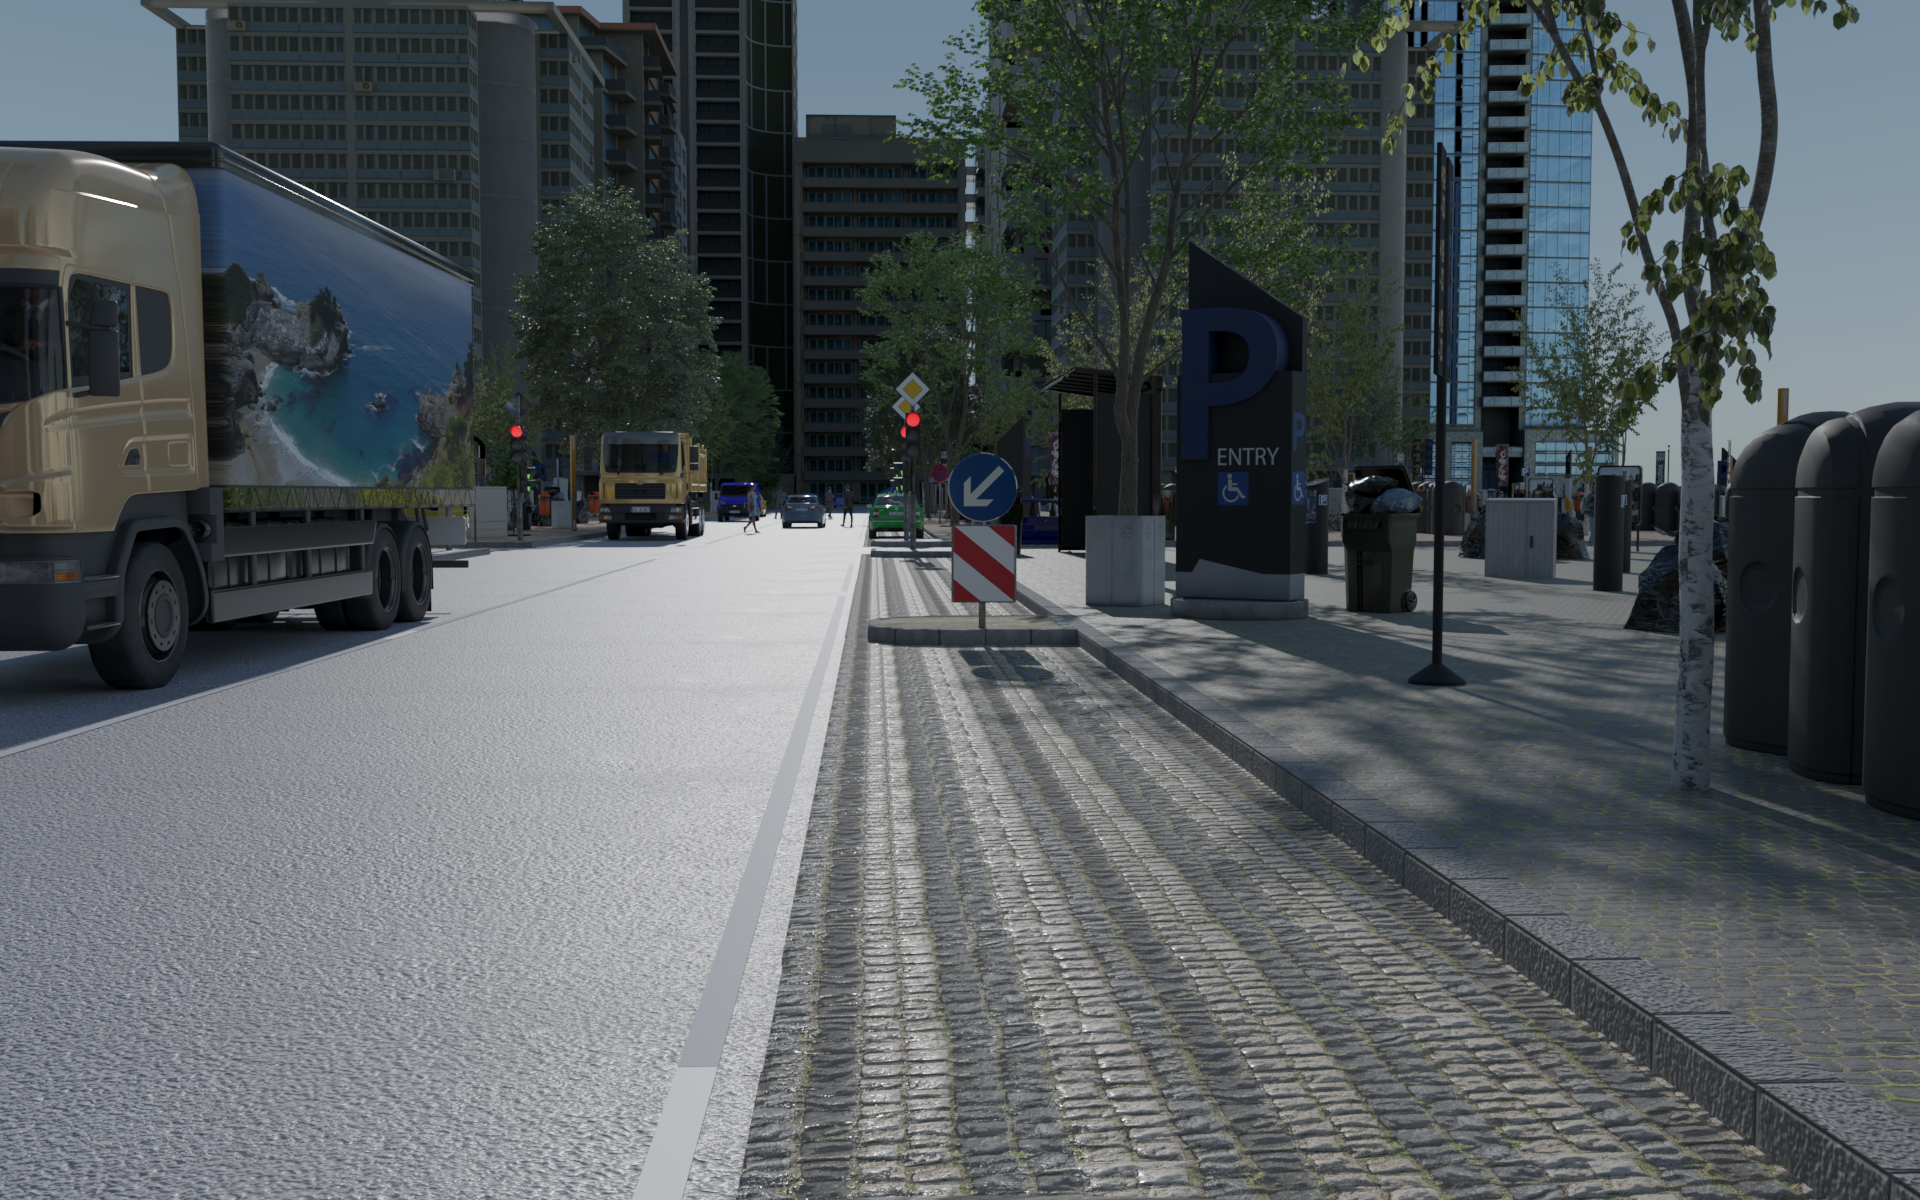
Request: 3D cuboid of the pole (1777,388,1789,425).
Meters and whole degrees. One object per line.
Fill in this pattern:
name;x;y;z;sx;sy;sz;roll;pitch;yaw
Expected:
pole;15.838;-2.420;33.408;0.158;3.312;0.155;0;3;0

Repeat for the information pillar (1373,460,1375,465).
information pillar;28.580;-7.852;119.731;0.183;3.616;0.504;0;4;-1

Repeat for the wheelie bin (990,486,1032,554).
wheelie bin;0.997;-1.795;37.251;0.693;1.594;0.980;-1;4;-18

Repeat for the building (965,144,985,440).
building;15.627;-37.156;227.104;30.456;49.044;23.786;0;4;-3

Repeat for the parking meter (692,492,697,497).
parking meter;-16.275;-5.970;106.025;0.372;1.533;0.369;0;3;0

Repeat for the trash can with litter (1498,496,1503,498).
trash can with litter;26.112;-4.403;83.044;2.233;1.210;1.678;2;4;33

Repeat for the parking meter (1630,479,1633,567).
parking meter;10.798;-1.220;28.363;0.372;1.533;0.369;0;3;0

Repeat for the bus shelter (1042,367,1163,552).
bus shelter;2.815;-2.679;35.093;1.731;3.624;6.357;0;4;-3

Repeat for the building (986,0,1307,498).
building;16.910;-35.084;162.866;28.713;52.752;27.495;0;4;-3

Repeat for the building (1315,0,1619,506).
building;51.785;-53.136;181.443;31.000;86.520;22.319;0;4;-3

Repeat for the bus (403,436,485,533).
bus;-18.423;-3.178;43.513;12.252;3.916;2.896;0;4;-4

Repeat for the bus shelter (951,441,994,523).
bus shelter;0.577;-5.389;79.385;1.731;3.624;6.357;0;4;-3

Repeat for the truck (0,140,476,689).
truck;-7.138;-1.661;16.073;2.839;4.237;11.283;0;4;-1

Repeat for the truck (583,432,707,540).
truck;-9.907;-3.691;56.279;3.469;3.379;9.791;0;4;-3

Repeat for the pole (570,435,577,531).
pole;-13.368;-4.038;59.870;0.158;3.312;0.155;0;3;0

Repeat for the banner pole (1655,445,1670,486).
banner pole;35.959;-6.026;88.544;0.863;3.779;0.401;0;4;8

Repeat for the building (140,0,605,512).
building;-41.294;-26.969;132.816;32.217;40.220;23.993;0;4;-3

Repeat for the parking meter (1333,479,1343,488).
parking meter;15.126;-3.891;69.328;0.255;1.863;0.399;-2;4;-34

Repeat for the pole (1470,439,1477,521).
pole;19.213;-4.338;64.768;0.158;3.312;0.155;0;3;0

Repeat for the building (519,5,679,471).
building;-37.795;-30.865;159.265;22.147;44.769;28.867;0;4;-3

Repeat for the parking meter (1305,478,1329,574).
parking meter;5.717;-1.183;27.758;0.372;1.533;0.369;0;3;0

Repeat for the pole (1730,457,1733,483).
pole;42.250;-6.190;95.046;0.158;3.312;0.155;0;3;0

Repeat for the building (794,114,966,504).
building;-10.345;-36.765;224.808;21.600;48.544;21.300;0;4;-3

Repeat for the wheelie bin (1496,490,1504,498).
wheelie bin;37.326;-6.867;120.178;0.693;1.594;0.980;3;5;40

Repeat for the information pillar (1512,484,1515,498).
information pillar;39.211;-7.217;122.487;0.304;2.012;0.304;0;4;6

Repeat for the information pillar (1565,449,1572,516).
information pillar;31.752;-6.058;90.403;0.183;3.616;0.504;-1;4;-11

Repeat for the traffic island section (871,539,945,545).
traffic island section;-1.466;-1.578;48.088;2.009;0.180;2.903;0;4;-3

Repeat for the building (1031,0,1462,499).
building;20.126;-27.258;137.557;32.217;40.220;23.993;0;4;-3

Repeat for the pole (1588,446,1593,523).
pole;26.854;-4.896;73.887;0.158;3.312;0.155;0;3;0

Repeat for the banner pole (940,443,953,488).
banner pole;-0.590;-5.799;84.833;0.863;3.779;0.401;1;4;20

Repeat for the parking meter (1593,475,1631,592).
parking meter;8.590;-0.888;22.931;0.372;1.533;0.369;0;3;0

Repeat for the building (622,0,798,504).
building;-31.346;-47.906;221.519;20.611;71.187;20.563;0;4;-3

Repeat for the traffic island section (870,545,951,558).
traffic island section;-1.067;-1.091;40.113;2.009;0.180;2.903;0;4;-3

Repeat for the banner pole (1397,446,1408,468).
banner pole;23.074;-6.132;90.268;0.863;3.779;0.401;-2;4;-24

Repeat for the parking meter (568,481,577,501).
parking meter;-17.385;-4.402;77.687;0.399;1.863;0.255;0;4;-7

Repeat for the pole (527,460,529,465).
pole;-25.862;-6.711;103.574;0.158;3.312;0.155;0;3;0

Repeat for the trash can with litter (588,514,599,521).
trash can with litter;-16.800;-4.407;83.109;1.678;1.210;2.233;-1;4;-10

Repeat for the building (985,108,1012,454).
building;9.551;-30.583;183.628;14.154;41.232;14.086;0;4;-3

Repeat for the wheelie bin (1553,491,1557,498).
wheelie bin;38.998;-6.512;114.386;0.693;1.594;0.980;3;4;37

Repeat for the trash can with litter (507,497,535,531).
trash can with litter;-15.543;-3.030;60.934;1.055;1.170;0.624;-3;4;-37

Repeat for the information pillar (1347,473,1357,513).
information pillar;13.581;-3.388;59.879;0.304;2.012;0.304;-3;5;-42

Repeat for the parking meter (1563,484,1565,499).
parking meter;42.204;-7.022;120.527;0.255;1.863;0.399;3;4;36

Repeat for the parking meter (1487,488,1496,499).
parking meter;23.888;-4.248;77.862;0.372;1.533;0.369;0;3;0

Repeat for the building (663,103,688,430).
building;-36.078;-30.523;182.637;14.086;41.232;14.154;0;4;-3

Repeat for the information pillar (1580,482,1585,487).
information pillar;36.806;-5.985;102.344;0.304;2.012;0.304;0;4;6

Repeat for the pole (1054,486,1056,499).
pole;4.342;-5.266;79.940;0.158;3.312;0.155;0;3;0

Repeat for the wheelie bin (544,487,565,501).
wheelie bin;-17.020;-3.946;72.419;0.980;1.594;0.693;0;4;-7
